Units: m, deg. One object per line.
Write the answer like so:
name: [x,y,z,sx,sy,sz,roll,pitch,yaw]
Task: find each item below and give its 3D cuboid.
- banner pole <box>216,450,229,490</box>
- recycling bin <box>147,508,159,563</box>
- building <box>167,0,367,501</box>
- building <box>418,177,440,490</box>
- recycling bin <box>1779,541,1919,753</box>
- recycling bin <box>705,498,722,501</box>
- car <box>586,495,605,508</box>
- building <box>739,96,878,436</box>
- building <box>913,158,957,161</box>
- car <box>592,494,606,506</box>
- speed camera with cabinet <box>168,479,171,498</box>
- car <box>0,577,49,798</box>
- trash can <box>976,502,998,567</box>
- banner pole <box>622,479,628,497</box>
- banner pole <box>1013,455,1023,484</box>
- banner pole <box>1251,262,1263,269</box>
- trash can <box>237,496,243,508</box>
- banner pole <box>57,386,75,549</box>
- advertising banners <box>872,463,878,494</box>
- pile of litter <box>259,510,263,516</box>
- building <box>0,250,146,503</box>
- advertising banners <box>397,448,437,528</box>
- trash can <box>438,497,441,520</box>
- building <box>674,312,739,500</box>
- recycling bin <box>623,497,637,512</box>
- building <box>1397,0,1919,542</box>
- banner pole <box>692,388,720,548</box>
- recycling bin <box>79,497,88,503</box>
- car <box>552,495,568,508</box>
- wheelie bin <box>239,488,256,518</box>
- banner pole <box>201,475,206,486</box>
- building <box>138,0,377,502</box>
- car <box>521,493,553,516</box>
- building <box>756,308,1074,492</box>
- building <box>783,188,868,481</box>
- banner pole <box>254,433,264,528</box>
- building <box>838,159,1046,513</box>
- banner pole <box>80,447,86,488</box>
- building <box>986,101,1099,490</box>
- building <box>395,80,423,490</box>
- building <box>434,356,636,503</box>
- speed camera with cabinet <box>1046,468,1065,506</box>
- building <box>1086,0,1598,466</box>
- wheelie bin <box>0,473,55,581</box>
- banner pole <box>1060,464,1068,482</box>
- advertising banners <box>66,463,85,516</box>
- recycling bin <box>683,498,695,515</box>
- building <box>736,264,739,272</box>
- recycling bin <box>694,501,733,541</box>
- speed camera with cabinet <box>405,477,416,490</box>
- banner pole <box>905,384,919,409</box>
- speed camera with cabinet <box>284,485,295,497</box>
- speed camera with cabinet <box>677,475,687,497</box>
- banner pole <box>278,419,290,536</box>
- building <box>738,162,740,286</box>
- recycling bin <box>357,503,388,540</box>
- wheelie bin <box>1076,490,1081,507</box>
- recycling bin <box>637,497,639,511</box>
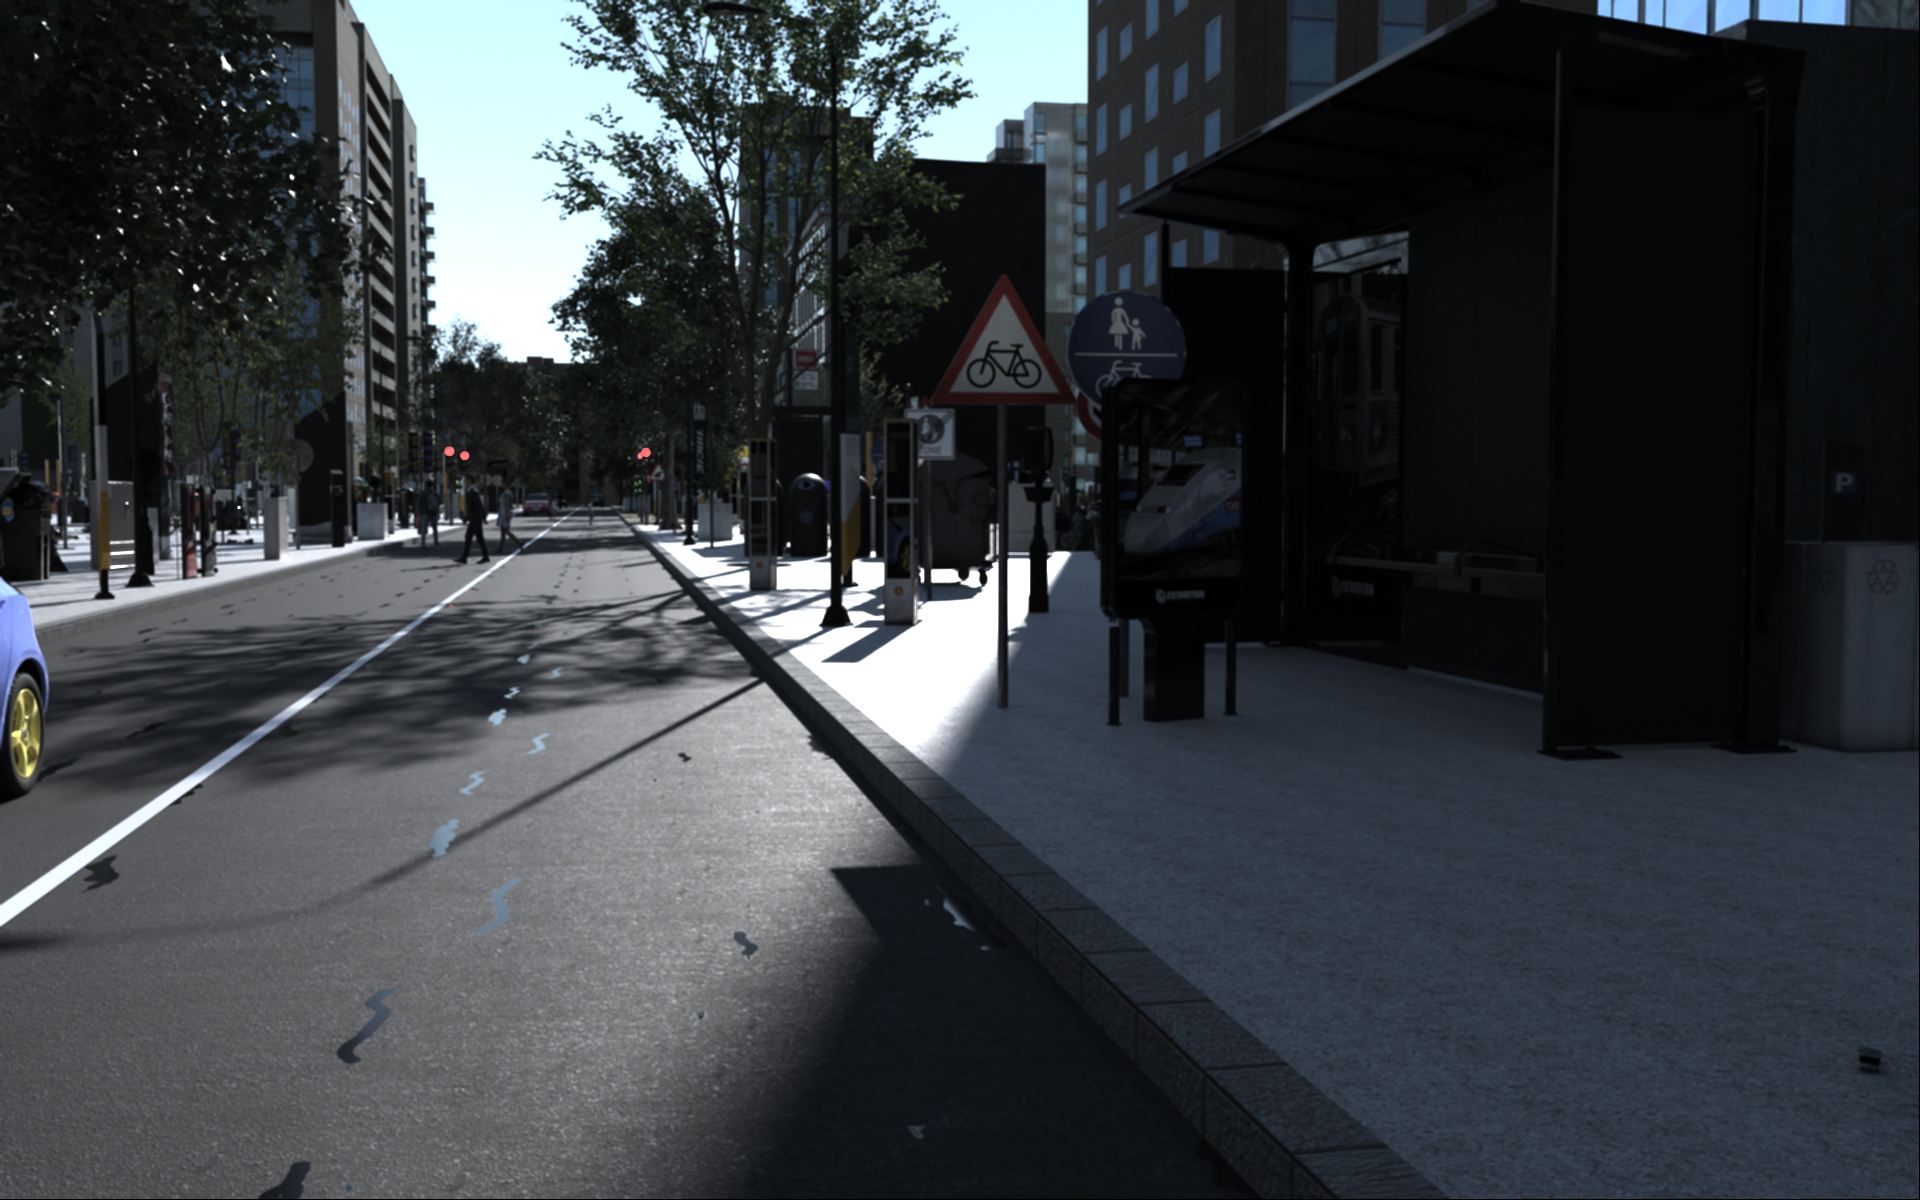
banner pole: [-42.319,-6.682,99.262,0.863,3.779,0.401,0,4,2]
recycling bin: [-15.248,-1.181,31.861,0.722,1.027,0.722,0,4,-3]
building: [-60.947,-30.766,153.129,14.600,45.320,14.200,-1,4,-12]
building: [-91.125,-38.575,250.310,30.456,49.044,23.786,-1,4,-12]
recycling bin: [4.684,0.220,8.960,0.722,1.027,0.722,-1,4,-9]
recycling bin: [-14.181,-5.338,99.836,0.722,1.027,0.722,3,5,42]
car: [-38.397,-10.388,182.424,1.945,1.354,3.894,-1,4,-11]
building: [-17.324,-33.380,195.876,14.600,45.320,14.200,-1,4,-12]
building: [-3.720,-32.419,213.647,14.086,41.232,14.154,-1,4,-12]
car: [-44.418,-12.251,212.095,2.131,1.459,4.920,-1,4,-12]
speed camera with cabinet: [-48.909,-6.773,105.079,2.038,3.252,0.660,1,4,19]
car: [-4.986,0.171,6.799,1.945,1.707,3.694,-1,4,-12]
trash can: [0.360,-1.171,30.800,0.748,1.137,0.748,0,3,0]
banner pole: [-28.994,-9.788,150.052,0.401,3.779,0.863,2,4,31]
banner pole: [3.786,-7.418,111.298,0.863,3.779,0.401,1,4,11]
banner pole: [2.985,-1.758,18.768,0.863,3.779,0.401,-1,4,-14]
trash can: [-52.913,-7.090,127.581,0.748,1.137,0.748,0,3,0]
banner pole: [-20.942,-3.081,40.392,0.401,3.779,0.863,-2,4,-32]
advertising banners: [-4.993,-5.559,87.072,2.074,3.025,0.090,-2,4,-23]
pile of litter: [-40.172,-5.338,101.240,1.719,0.858,1.176,-1,4,-12]
building: [-98.070,-39.641,190.136,28.212,58.520,21.231,-1,4,-12]
advertising banners: [-20.351,-4.209,65.006,2.074,3.025,0.090,2,4,29]
trash can: [-24.444,-4.197,80.272,0.748,1.137,0.748,0,3,0]
building: [-40.071,-29.666,256.745,14.107,30.474,14.160,-1,4,-12]
recycling bin: [-24.008,-6.907,125.481,0.722,1.027,0.722,-1,4,-18]
building: [22.602,-43.180,18.663,22.319,86.520,31.000,-1,4,-12]
banner pole: [-6.011,-3.104,40.771,0.401,3.779,0.863,2,4,34]
recycling bin: [-72.546,-7.978,142.991,0.722,1.027,0.722,1,4,16]
car: [-42.038,-10.328,181.438,1.945,1.354,3.894,-1,4,-12]
wheelie bin: [-38.811,-5.294,94.467,0.980,1.594,0.693,-1,4,-23]
banner pole: [-45.631,-7.010,104.633,0.863,3.779,0.401,0,4,-3]
building: [-67.938,-33.428,170.257,21.300,48.544,21.600,-1,4,-12]
car: [-27.626,-6.383,113.408,2.155,1.783,4.494,-1,4,-10]
building: [-5.651,-20.265,176.365,27.650,21.520,28.899,-1,4,-12]
building: [-7.062,-21.151,143.075,12.463,27.353,25.104,-1,4,-12]
banner pole: [-26.090,-4.554,64.467,0.863,3.779,0.401,3,5,42]
building: [-1.864,-17.965,123.407,12.332,23.373,15.834,-1,4,-12]
banner pole: [-45.379,-6.091,89.613,0.863,3.779,0.401,3,5,41]
building: [19.100,-36.297,213.063,30.456,49.044,23.786,-1,4,-12]
building: [-72.924,-34.972,195.488,21.600,48.544,21.300,-1,4,-12]
building: [-62.571,-25.355,259.590,28.899,21.520,27.650,-1,4,-12]
speed camera with cabinet: [6.251,-7.264,113.108,2.038,3.252,0.660,-1,4,-18]
building: [12.589,-24.679,53.611,14.600,45.320,14.200,-1,4,-12]
wheelie bin: [-13.937,-1.097,25.848,0.693,1.594,0.980,-1,4,-13]
banner pole: [8.671,-9.467,144.805,0.863,3.779,0.401,1,4,9]
advertising banners: [-50.463,-6.275,98.791,2.074,3.025,0.090,2,4,29]
recycling bin: [-16.324,-5.657,105.045,0.722,1.027,0.722,-2,4,-33]
building: [-23.316,-35.323,269.411,23.993,40.220,32.217,-1,4,-12]
recycling bin: [-6.755,-2.155,47.793,0.722,1.027,0.722,-3,5,-42]
speed camera with cabinet: [-39.934,-8.177,128.022,2.038,3.252,0.660,-2,4,-32]
banner pole: [-1.091,-3.018,39.365,0.401,3.779,0.863,-2,4,-23]
speed camera with cabinet: [-24.904,-4.413,66.493,2.038,3.252,0.660,-2,4,-33]
speed camera with cabinet: [-19.155,-7.912,123.691,2.038,3.252,0.660,-2,4,-33]
banner pole: [-20.650,-3.824,52.534,0.401,3.779,0.863,-3,5,-39]
building: [-19.825,-32.195,209.988,14.154,41.232,14.086,-1,4,-12]
recycling bin: [-16.533,-2.215,48.764,0.722,1.027,0.722,-1,4,-9]
wheelie bin: [8.357,-7.233,126.171,0.980,1.594,0.693,1,4,19]
recycling bin: [-24.961,-7.319,132.221,0.722,1.027,0.722,1,4,14]
